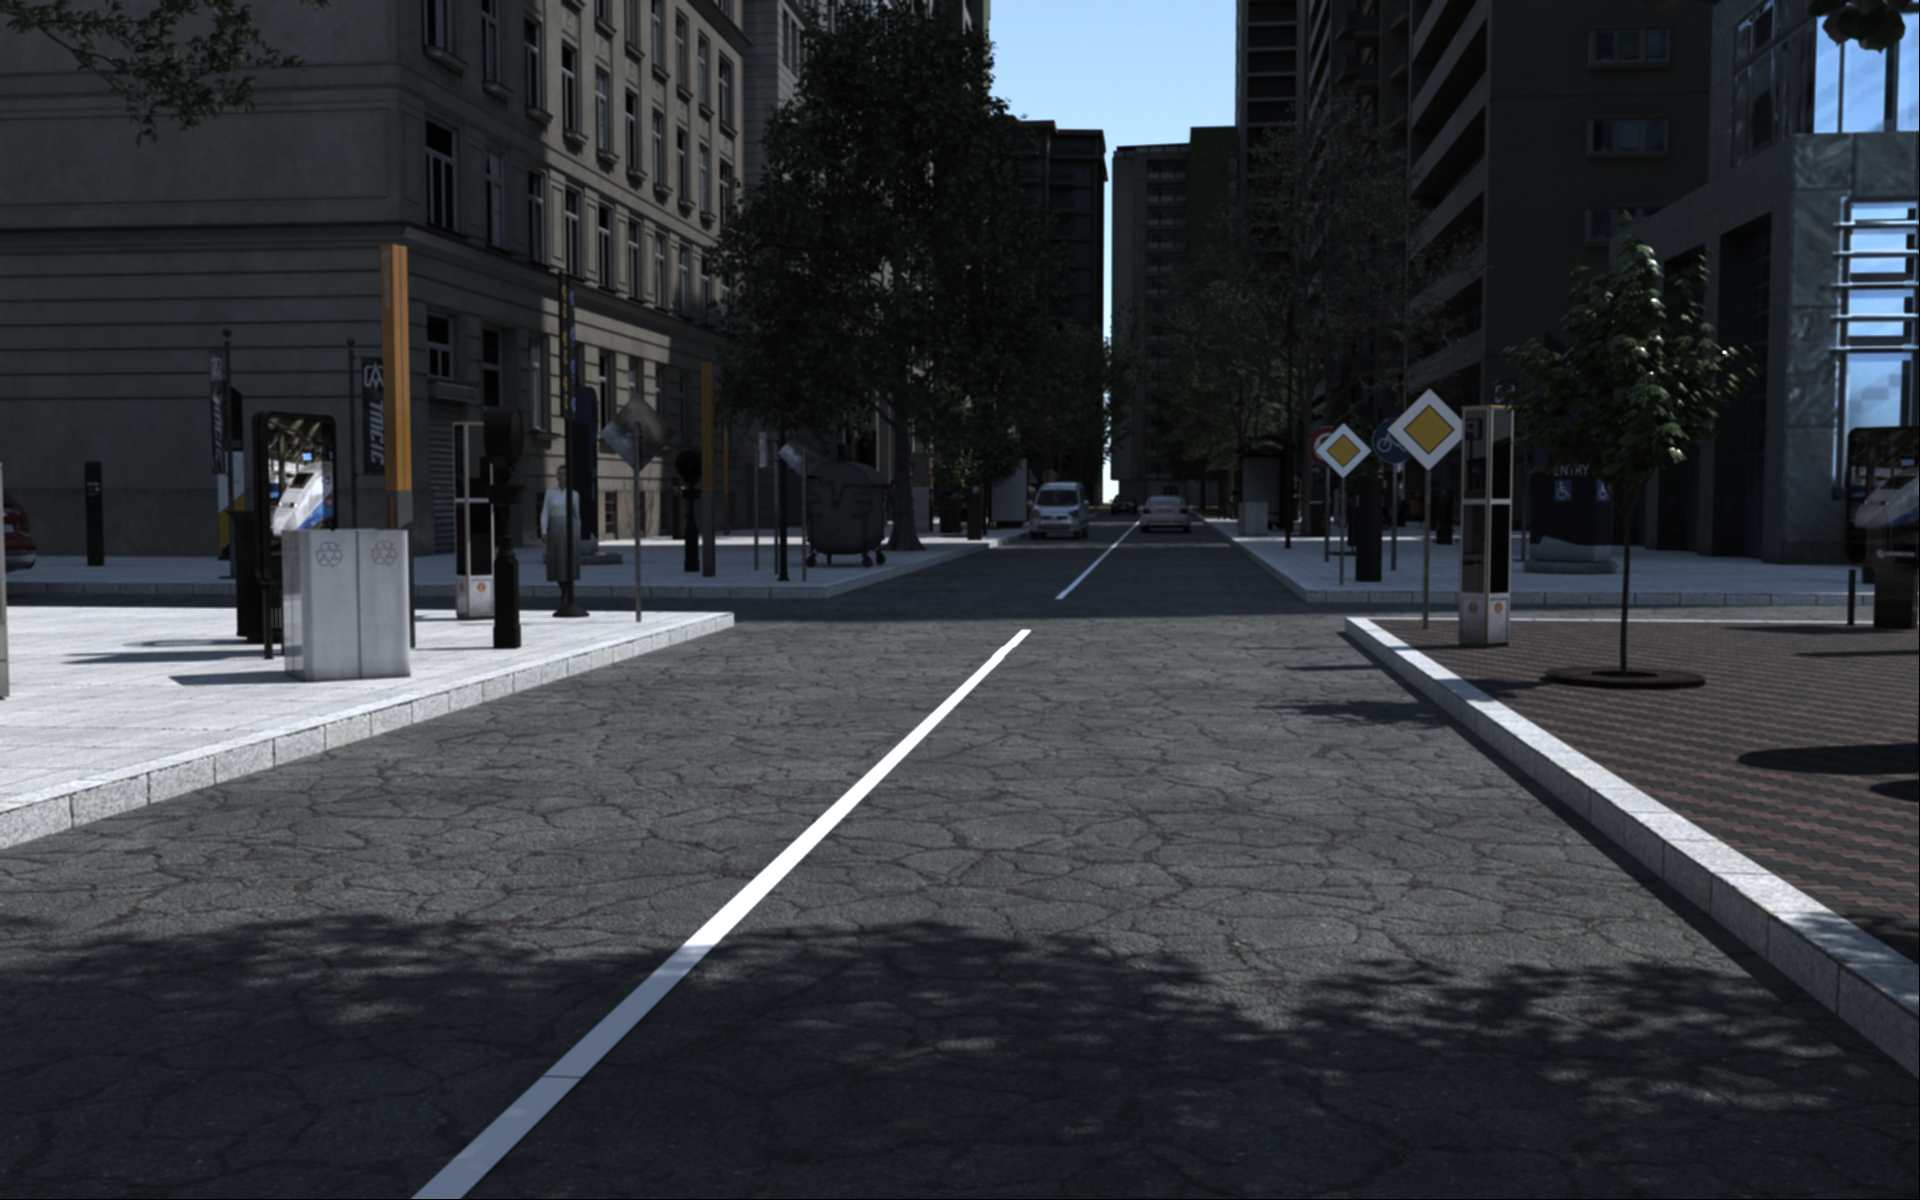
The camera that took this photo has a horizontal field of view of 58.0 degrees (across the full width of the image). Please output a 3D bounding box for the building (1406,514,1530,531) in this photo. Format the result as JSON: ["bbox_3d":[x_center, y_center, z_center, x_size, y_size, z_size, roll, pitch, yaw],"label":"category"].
[{"bbox_3d":[30.134,-27.199,68.408,21.300,48.544,21.600,0,4,7],"label":"building"}]

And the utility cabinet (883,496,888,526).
[{"bbox_3d":[-3.345,-3.575,69.605,0.306,1.237,1.020,-3,5,-42],"label":"utility cabinet"}]

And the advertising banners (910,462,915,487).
[{"bbox_3d":[-3.469,-6.096,95.851,2.074,3.025,0.090,1,4,20],"label":"advertising banners"}]

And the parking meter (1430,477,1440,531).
[{"bbox_3d":[16.621,-3.367,60.756,0.255,1.863,0.399,-1,4,-17],"label":"parking meter"}]

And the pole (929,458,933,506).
[{"bbox_3d":[-1.626,-6.334,97.397,0.158,3.312,0.155,0,3,0],"label":"pole"}]

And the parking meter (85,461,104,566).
[{"bbox_3d":[-15.454,-1.542,30.919,0.255,1.863,0.399,-2,4,-24],"label":"parking meter"}]

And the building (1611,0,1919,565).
[{"bbox_3d":[31.591,-44.361,37.979,31.000,86.520,22.319,0,4,7],"label":"building"}]

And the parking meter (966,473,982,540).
[{"bbox_3d":[0.390,-2.607,48.337,0.399,1.863,0.255,-1,4,-18],"label":"parking meter"}]

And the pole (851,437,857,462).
[{"bbox_3d":[-3.812,-4.196,62.446,0.158,3.312,0.155,0,3,0],"label":"pole"}]

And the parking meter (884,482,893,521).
[{"bbox_3d":[-3.397,-4.685,82.308,0.399,1.863,0.255,3,4,37],"label":"parking meter"}]

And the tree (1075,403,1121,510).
[{"bbox_3d":[10.767,-11.459,137.717,4.737,8.622,4.395,0,3,0],"label":"tree"}]

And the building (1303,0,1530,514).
[{"bbox_3d":[39.444,-31.508,138.849,21.300,48.544,21.600,0,4,7],"label":"building"}]

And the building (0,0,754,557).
[{"bbox_3d":[-16.651,-13.204,49.163,16.112,22.955,30.059,0,4,7],"label":"building"}]

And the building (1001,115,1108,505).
[{"bbox_3d":[2.613,-33.562,203.360,28.867,44.769,22.147,0,4,7],"label":"building"}]

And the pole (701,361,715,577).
[{"bbox_3d":[-3.893,-2.014,26.767,0.158,3.312,0.155,0,3,0],"label":"pole"}]

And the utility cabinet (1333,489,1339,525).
[{"bbox_3d":[15.603,-3.829,71.291,0.318,1.500,1.173,1,4,21],"label":"utility cabinet"}]

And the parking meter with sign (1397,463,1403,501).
[{"bbox_3d":[24.577,-6.128,96.460,0.543,3.016,1.738,1,4,12],"label":"parking meter with sign"}]

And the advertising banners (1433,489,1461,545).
[{"bbox_3d":[12.801,-2.891,43.455,0.090,3.025,2.074,-3,5,-41],"label":"advertising banners"}]

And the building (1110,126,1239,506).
[{"bbox_3d":[24.177,-31.359,196.319,14.086,41.232,14.154,0,4,7],"label":"building"}]

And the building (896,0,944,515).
[{"bbox_3d":[-10.663,-41.140,110.885,20.563,71.187,20.611,0,4,7],"label":"building"}]

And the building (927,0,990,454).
[{"bbox_3d":[-5.439,-27.224,128.703,14.154,41.232,14.086,0,4,7],"label":"building"}]

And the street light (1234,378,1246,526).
[{"bbox_3d":[11.158,-5.889,69.070,0.468,5.910,1.993,0,4,7],"label":"street light"}]

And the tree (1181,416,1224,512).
[{"bbox_3d":[18.063,-10.740,125.962,4.360,8.622,3.978,0,3,0],"label":"tree"}]

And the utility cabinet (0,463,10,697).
[{"bbox_3d":[-6.477,-0.112,10.511,1.173,1.500,0.318,-3,4,-37],"label":"utility cabinet"}]

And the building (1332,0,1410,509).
[{"bbox_3d":[36.386,-28.094,113.963,22.147,44.769,28.867,0,4,7],"label":"building"}]

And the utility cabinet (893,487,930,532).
[{"bbox_3d":[-1.599,-2.965,57.162,1.173,1.500,0.318,0,4,6],"label":"utility cabinet"}]

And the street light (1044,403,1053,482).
[{"bbox_3d":[4.155,-6.690,82.176,0.468,5.910,1.993,0,4,7],"label":"street light"}]

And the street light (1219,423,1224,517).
[{"bbox_3d":[14.750,-7.647,97.813,0.468,5.910,1.993,0,4,7],"label":"street light"}]

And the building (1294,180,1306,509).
[{"bbox_3d":[37.433,-23.602,157.589,14.160,30.474,14.107,0,4,7],"label":"building"}]

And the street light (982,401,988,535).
[{"bbox_3d":[0.776,-4.970,54.045,0.468,5.910,1.993,0,4,7],"label":"street light"}]

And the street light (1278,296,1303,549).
[{"bbox_3d":[7.734,-4.152,40.671,0.468,5.910,1.993,0,4,7],"label":"street light"}]

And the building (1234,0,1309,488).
[{"bbox_3d":[41.790,-46.381,196.574,20.611,71.187,20.563,0,4,7],"label":"building"}]

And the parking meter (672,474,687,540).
[{"bbox_3d":[-7.878,-2.622,48.579,0.255,1.863,0.399,2,4,28],"label":"parking meter"}]

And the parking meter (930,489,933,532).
[{"bbox_3d":[-1.102,-3.074,58.670,0.372,1.533,0.369,0,3,0],"label":"parking meter"}]

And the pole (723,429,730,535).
[{"bbox_3d":[-7.330,-3.699,54.330,0.158,3.312,0.155,0,3,0],"label":"pole"}]

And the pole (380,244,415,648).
[{"bbox_3d":[-4.647,-1.252,14.311,0.158,3.312,0.155,0,3,0],"label":"pole"}]

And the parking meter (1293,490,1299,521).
[{"bbox_3d":[15.861,-4.503,82.035,0.372,1.533,0.369,0,3,0],"label":"parking meter"}]

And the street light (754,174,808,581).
[{"bbox_3d":[-2.611,-3.221,25.453,0.468,5.910,1.993,0,4,7],"label":"street light"}]

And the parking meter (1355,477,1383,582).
[{"bbox_3d":[6.006,-1.040,25.423,0.372,1.533,0.369,0,3,0],"label":"parking meter"}]

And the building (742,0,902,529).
[{"bbox_3d":[-10.200,-18.396,78.273,11.434,29.767,29.804,0,4,7],"label":"building"}]

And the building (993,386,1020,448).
[{"bbox_3d":[-10.918,-51.660,157.309,31.000,86.520,22.319,0,4,7],"label":"building"}]

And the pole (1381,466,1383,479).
[{"bbox_3d":[23.491,-6.283,96.563,0.158,3.312,0.155,0,3,0],"label":"pole"}]

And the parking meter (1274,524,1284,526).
[{"bbox_3d":[12.530,-3.808,67.973,0.399,1.863,0.255,0,4,-1],"label":"parking meter"}]
